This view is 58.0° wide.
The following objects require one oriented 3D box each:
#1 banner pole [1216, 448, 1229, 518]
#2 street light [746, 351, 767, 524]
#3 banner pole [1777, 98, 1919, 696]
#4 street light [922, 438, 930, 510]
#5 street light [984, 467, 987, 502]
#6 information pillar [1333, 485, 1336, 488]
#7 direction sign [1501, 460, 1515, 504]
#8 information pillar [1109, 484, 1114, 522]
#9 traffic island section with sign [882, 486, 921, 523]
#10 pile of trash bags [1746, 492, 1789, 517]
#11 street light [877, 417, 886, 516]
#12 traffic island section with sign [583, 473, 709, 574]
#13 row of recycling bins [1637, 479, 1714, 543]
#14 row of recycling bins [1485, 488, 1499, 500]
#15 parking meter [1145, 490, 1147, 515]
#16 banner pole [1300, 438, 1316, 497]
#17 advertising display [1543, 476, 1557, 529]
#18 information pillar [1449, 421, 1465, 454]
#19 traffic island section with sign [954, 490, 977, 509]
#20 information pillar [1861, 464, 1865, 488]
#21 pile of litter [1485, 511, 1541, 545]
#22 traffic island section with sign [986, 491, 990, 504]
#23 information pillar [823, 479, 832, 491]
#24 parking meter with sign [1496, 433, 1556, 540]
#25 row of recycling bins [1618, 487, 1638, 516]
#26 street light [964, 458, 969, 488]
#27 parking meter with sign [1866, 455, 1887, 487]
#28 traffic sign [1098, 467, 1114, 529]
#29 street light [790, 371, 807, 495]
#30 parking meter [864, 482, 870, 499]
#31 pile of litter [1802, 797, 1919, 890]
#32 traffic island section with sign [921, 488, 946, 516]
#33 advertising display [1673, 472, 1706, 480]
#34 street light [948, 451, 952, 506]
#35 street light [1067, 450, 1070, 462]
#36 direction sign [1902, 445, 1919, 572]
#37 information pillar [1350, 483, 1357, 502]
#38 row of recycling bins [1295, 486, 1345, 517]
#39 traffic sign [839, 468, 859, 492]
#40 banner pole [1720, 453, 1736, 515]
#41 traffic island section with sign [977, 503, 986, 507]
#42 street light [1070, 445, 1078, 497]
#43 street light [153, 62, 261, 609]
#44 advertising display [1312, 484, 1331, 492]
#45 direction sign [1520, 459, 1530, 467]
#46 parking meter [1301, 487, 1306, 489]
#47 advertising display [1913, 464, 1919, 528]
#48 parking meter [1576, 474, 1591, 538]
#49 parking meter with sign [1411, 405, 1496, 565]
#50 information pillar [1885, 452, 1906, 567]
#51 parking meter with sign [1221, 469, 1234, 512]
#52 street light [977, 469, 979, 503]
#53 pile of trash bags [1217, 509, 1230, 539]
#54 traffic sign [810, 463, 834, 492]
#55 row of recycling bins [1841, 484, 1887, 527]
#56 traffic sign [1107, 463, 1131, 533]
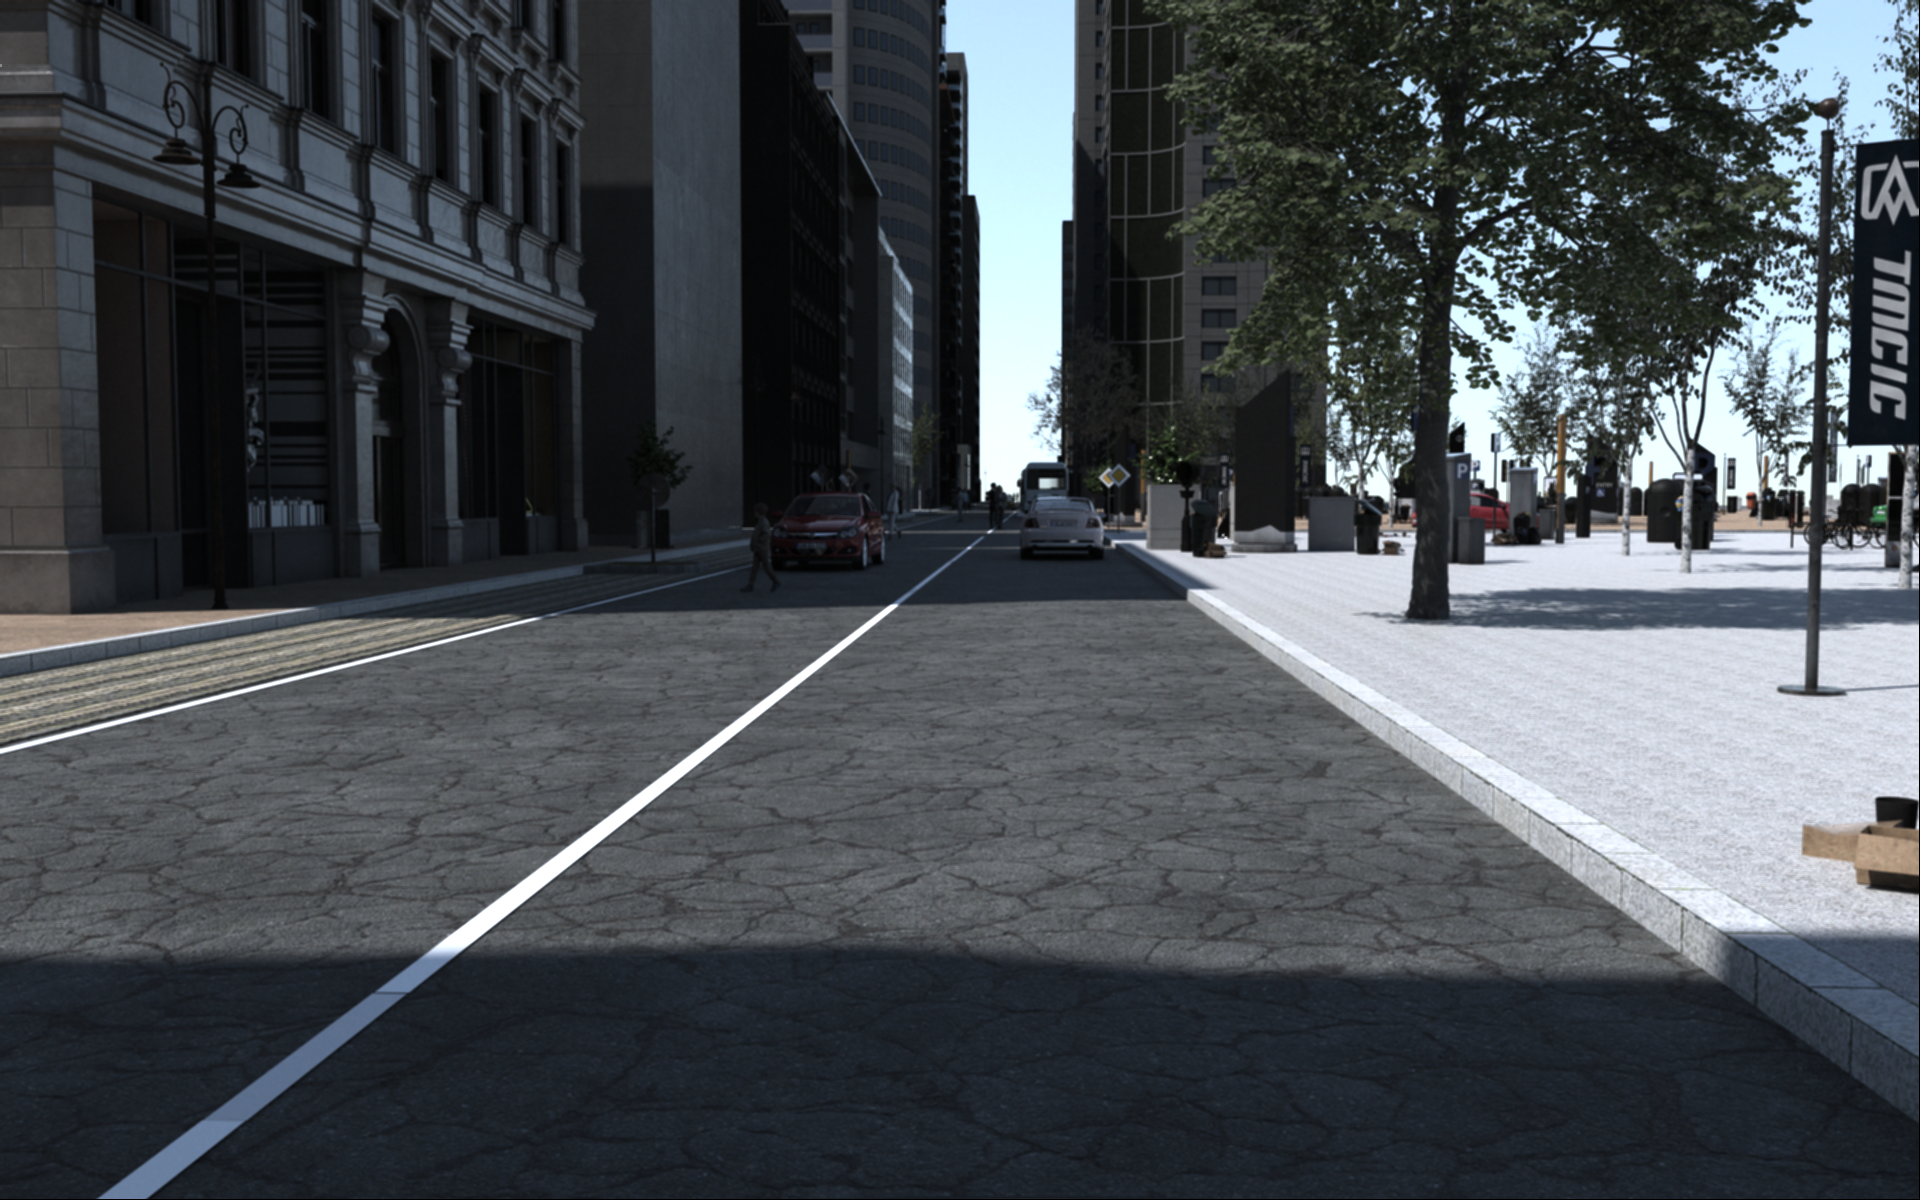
[{"bbox_3d":[14.081,-6.320,93.341,0.863,3.779,0.401,1,4,14],"label":"banner pole"},{"bbox_3d":[-6.583,-5.101,56.184,0.468,5.910,1.993,0,4,3],"label":"street light"},{"bbox_3d":[5.685,-1.279,10.935,0.863,3.779,0.401,2,4,34],"label":"banner pole"},{"bbox_3d":[-2.627,-10.331,141.697,0.468,5.910,1.993,0,4,3],"label":"street light"},{"bbox_3d":[4.388,-19.917,298.434,0.468,5.910,1.993,0,4,3],"label":"street light"},{"bbox_3d":[29.880,-8.165,137.990,0.304,2.012,0.304,3,5,43],"label":"information pillar"},{"bbox_3d":[36.002,-7.453,113.848,0.876,3.537,0.379,-1,4,-8],"label":"direction sign"},{"bbox_3d":[6.410,-4.173,72.715,0.304,2.012,0.304,1,4,9],"label":"information pillar"},{"bbox_3d":[-3.160,-4.812,87.305,1.989,1.847,2.006,0,4,3],"label":"traffic island section with sign"},{"bbox_3d":[44.741,-5.286,96.180,3.447,1.369,1.912,-3,4,-36],"label":"pile of trash bags"},{"bbox_3d":[-4.591,-7.893,101.836,0.468,5.910,1.993,0,4,3],"label":"street light"},{"bbox_3d":[-5.685,-1.414,31.742,1.989,1.847,2.006,0,4,3],"label":"traffic island section with sign"},{"bbox_3d":[19.625,-2.440,47.007,1.069,1.692,3.534,3,5,40],"label":"row of recycling bins"},{"bbox_3d":[35.723,-6.826,118.725,1.069,1.692,3.534,-1,4,-16],"label":"row of recycling bins"},{"bbox_3d":[11.395,-5.972,106.048,0.372,1.533,0.369,0,3,0],"label":"parking meter"},{"bbox_3d":[15.536,-5.331,77.173,0.863,3.779,0.401,0,4,2],"label":"banner pole"},{"bbox_3d":[21.669,-3.552,63.292,0.123,1.923,0.974,-1,4,-18],"label":"advertising display"},{"bbox_3d":[16.033,-3.946,55.878,0.504,3.616,0.183,2,4,28],"label":"information pillar"},{"bbox_3d":[0.322,-9.506,164.045,1.989,1.847,2.006,0,4,3],"label":"traffic island section with sign"},{"bbox_3d":[69.627,-8.699,133.583,0.504,3.616,0.183,-3,5,-44],"label":"information pillar"},{"bbox_3d":[13.999,-1.828,43.857,1.719,0.858,1.176,-1,4,-20],"label":"pile of litter"},{"bbox_3d":[4.078,-14.576,246.948,1.989,1.847,2.006,0,4,3],"label":"traffic island section with sign"},{"bbox_3d":[-5.514,-4.125,71.932,0.304,2.012,0.304,-3,5,-44],"label":"information pillar"},{"bbox_3d":[16.004,-3.236,49.177,1.738,3.016,0.543,3,4,37],"label":"parking meter with sign"},{"bbox_3d":[39.359,-5.810,102.104,3.534,1.692,1.069,1,4,15],"label":"row of recycling bins"},{"bbox_3d":[1.033,-15.407,224.699,0.468,5.910,1.993,0,4,3],"label":"street light"},{"bbox_3d":[41.467,-4.963,77.406,1.738,3.016,0.543,1,4,12],"label":"parking meter with sign"},{"bbox_3d":[5.528,-3.714,64.364,0.795,2.450,0.064,0,4,3],"label":"traffic sign"},{"bbox_3d":[-6.067,-5.650,65.159,0.468,5.910,1.993,0,4,3],"label":"street light"},{"bbox_3d":[-4.679,-4.974,87.036,0.255,1.863,0.399,1,4,13],"label":"parking meter"},{"bbox_3d":[3.482,0.513,5.582,1.176,0.858,1.719,0,4,3],"label":"pile of litter"},{"bbox_3d":[-1.913,-6.487,114.694,1.989,1.847,2.006,0,4,3],"label":"traffic island section with sign"},{"bbox_3d":[21.772,-2.848,51.773,0.123,1.923,0.974,-3,4,-39],"label":"advertising display"},{"bbox_3d":[-1.036,-12.598,178.764,0.468,5.910,1.993,0,4,3],"label":"street light"},{"bbox_3d":[11.262,-12.599,178.780,0.468,5.910,1.993,0,4,3],"label":"street light"},{"bbox_3d":[15.832,-2.226,28.394,0.876,3.537,0.379,-1,4,-11],"label":"direction sign"},{"bbox_3d":[26.937,-6.978,118.578,0.304,2.012,0.304,-2,4,-31],"label":"information pillar"},{"bbox_3d":[19.565,-5.368,94.884,1.069,1.692,3.534,-3,5,-40],"label":"row of recycling bins"},{"bbox_3d":[-4.156,-3.742,64.822,0.795,2.450,0.064,0,4,3],"label":"traffic sign"},{"bbox_3d":[47.021,-7.094,105.998,0.863,3.779,0.401,3,4,37],"label":"banner pole"},{"bbox_3d":[1.547,-11.153,190.973,1.989,1.847,2.006,0,4,3],"label":"traffic island section with sign"},{"bbox_3d":[9.492,-10.350,142.007,0.468,5.910,1.993,0,4,3],"label":"street light"},{"bbox_3d":[-8.263,-2.837,19.167,0.468,5.910,1.993,0,4,3],"label":"street light"},{"bbox_3d":[22.163,-6.198,106.552,0.974,1.923,0.123,1,4,14],"label":"advertising display"},{"bbox_3d":[37.007,-7.430,113.469,0.379,3.537,0.876,-2,4,-23],"label":"direction sign"},{"bbox_3d":[19.514,-5.653,98.129,0.255,1.863,0.399,-1,4,-20],"label":"parking meter"},{"bbox_3d":[20.410,-1.906,36.373,0.974,1.923,0.123,1,4,20],"label":"advertising display"},{"bbox_3d":[18.334,-2.764,50.903,0.399,1.863,0.255,-3,4,-36],"label":"parking meter"},{"bbox_3d":[9.110,-2.197,32.189,0.543,3.016,1.738,-1,4,-21],"label":"parking meter with sign"},{"bbox_3d":[16.426,-1.582,30.352,0.304,2.012,0.304,3,4,36],"label":"information pillar"},{"bbox_3d":[18.798,-7.706,122.257,0.543,3.016,1.738,0,4,-7],"label":"parking meter with sign"},{"bbox_3d":[2.746,-17.675,261.765,0.468,5.910,1.993,0,4,3],"label":"street light"},{"bbox_3d":[7.882,-2.460,49.978,3.447,1.369,1.912,0,4,4],"label":"pile of trash bags"},{"bbox_3d":[-4.518,-3.254,56.846,0.795,2.450,0.064,0,4,3],"label":"traffic sign"},{"bbox_3d":[36.244,-3.726,68.028,1.069,1.692,3.534,-2,4,-26],"label":"row of recycling bins"},{"bbox_3d":[5.165,-3.226,56.387,0.795,2.450,0.064,0,4,3],"label":"traffic sign"}]
